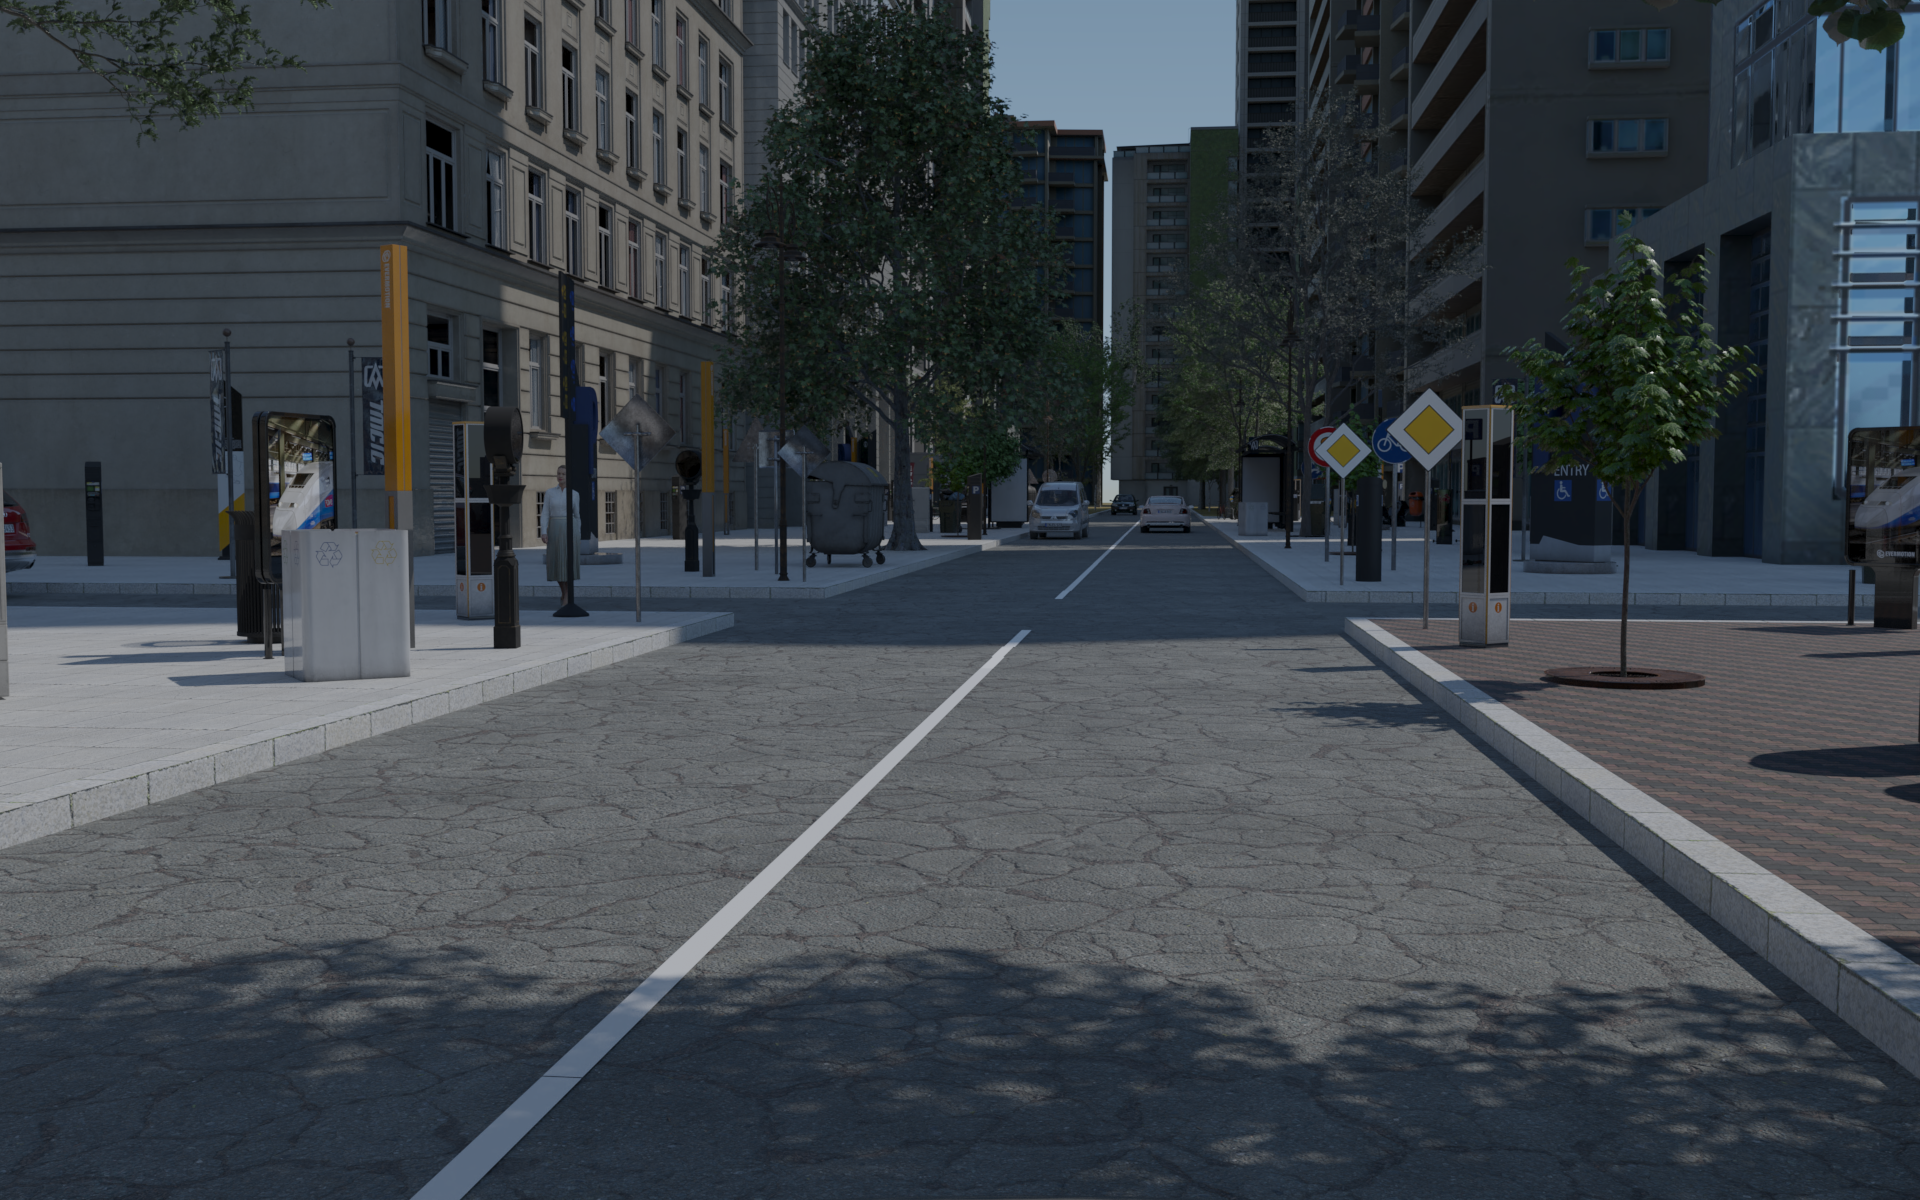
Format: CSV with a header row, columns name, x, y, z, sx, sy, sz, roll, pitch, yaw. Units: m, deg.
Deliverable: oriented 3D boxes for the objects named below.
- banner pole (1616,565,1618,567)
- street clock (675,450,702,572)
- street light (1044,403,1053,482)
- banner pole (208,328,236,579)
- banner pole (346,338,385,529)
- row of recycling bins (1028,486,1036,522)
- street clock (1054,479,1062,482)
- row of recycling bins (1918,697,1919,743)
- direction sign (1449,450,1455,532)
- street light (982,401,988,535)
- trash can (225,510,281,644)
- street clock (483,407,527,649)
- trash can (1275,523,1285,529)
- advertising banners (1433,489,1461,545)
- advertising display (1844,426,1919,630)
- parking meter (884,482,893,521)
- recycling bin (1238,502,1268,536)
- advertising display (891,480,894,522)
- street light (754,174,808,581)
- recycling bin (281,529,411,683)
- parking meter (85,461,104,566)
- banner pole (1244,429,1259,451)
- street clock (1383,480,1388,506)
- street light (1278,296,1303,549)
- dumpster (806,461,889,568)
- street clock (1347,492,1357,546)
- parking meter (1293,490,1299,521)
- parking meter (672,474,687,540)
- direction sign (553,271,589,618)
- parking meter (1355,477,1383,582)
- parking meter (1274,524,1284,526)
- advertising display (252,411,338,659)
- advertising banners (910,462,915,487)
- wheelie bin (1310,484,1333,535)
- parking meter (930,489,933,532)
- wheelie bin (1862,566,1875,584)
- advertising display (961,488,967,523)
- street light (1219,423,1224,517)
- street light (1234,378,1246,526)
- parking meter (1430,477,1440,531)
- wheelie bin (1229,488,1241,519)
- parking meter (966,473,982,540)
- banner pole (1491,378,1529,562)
name,x,y,z,sx,sy,sz,roll,pitch,yaw
banner pole,11.610,-2.469,30.378,0.863,3.779,0.401,3,5,40
street clock,-4.432,-1.469,28.589,0.471,2.002,0.358,1,4,18
street light,4.155,-6.690,82.176,0.468,5.910,1.993,0,4,7
banner pole,-11.236,-2.226,26.413,0.863,3.779,0.401,3,5,43
banner pole,-9.530,-2.315,27.871,0.863,3.779,0.401,0,4,-4
row of recycling bins,3.069,-4.556,81.607,1.069,1.692,3.534,0,4,5
street clock,4.826,-4.921,85.023,0.471,2.002,0.358,-2,4,-31
row of recycling bins,5.399,-0.005,7.200,1.069,1.692,3.534,0,4,-6
direction sign,16.708,-4.099,59.018,0.379,3.537,0.876,1,4,20
street light,0.776,-4.970,54.045,0.468,5.910,1.993,0,4,7
trash can,-5.964,-0.207,15.044,0.748,1.137,0.748,0,3,0
street clock,-3.776,-0.600,14.388,0.358,2.002,0.471,0,4,-2
trash can,12.039,-3.229,64.442,0.748,1.137,0.748,0,3,0
advertising banners,12.801,-2.891,43.455,0.090,3.025,2.074,-3,5,-41
advertising display,8.942,-0.690,16.502,0.123,1.923,0.974,-2,4,-35
parking meter,-3.397,-4.685,82.308,0.399,1.863,0.255,3,4,37
recycling bin,9.008,-2.489,53.245,0.722,1.027,0.722,-1,4,-10
advertising display,-2.913,-4.499,78.766,0.123,1.923,0.974,1,4,18
street light,-2.611,-3.221,25.453,0.468,5.910,1.993,0,4,7
recycling bin,-4.337,0.020,12.228,0.722,1.027,0.722,-2,4,-32
parking meter,-15.454,-1.542,30.919,0.255,1.863,0.399,-2,4,-24
banner pole,11.154,-4.687,66.652,0.863,3.779,0.401,3,5,43
street clock,21.123,-5.010,86.486,0.471,2.002,0.358,-3,5,-44
street light,7.734,-4.152,40.671,0.468,5.910,1.993,0,4,7
dumpster,-2.033,-1.531,30.797,1.264,1.857,1.865,0,4,7
street clock,9.721,-2.340,42.827,0.471,2.002,0.358,-2,4,-26
parking meter,15.861,-4.503,82.035,0.372,1.533,0.369,0,3,0
parking meter,-7.878,-2.622,48.579,0.255,1.863,0.399,2,4,28
direction sign,-4.083,-1.595,18.071,0.379,3.537,0.876,0,4,-4
parking meter,6.006,-1.040,25.423,0.372,1.533,0.369,0,3,0
parking meter,12.530,-3.808,67.973,0.399,1.863,0.255,0,4,-1
advertising display,-5.290,-0.527,13.835,0.123,1.923,0.974,1,4,12
advertising banners,-3.469,-6.096,95.851,2.074,3.025,0.090,1,4,20
wheelie bin,11.149,-2.811,53.872,0.980,1.594,0.693,3,4,37
parking meter,-1.102,-3.074,58.670,0.372,1.533,0.369,0,3,0
wheelie bin,13.227,-1.029,24.737,0.693,1.594,0.980,3,5,45
advertising display,0.200,-4.430,77.645,0.974,1.923,0.123,0,4,-5
street light,14.750,-7.647,97.813,0.468,5.910,1.993,0,4,7
street light,11.158,-5.889,69.070,0.468,5.910,1.993,0,4,7
parking meter,16.621,-3.367,60.756,0.255,1.863,0.399,-1,4,-17
wheelie bin,14.104,-4.889,87.845,0.693,1.594,0.980,3,5,43
parking meter,0.390,-2.607,48.337,0.399,1.863,0.255,-1,4,-18
banner pole,10.525,-2.628,32.990,0.863,3.779,0.401,2,4,25
